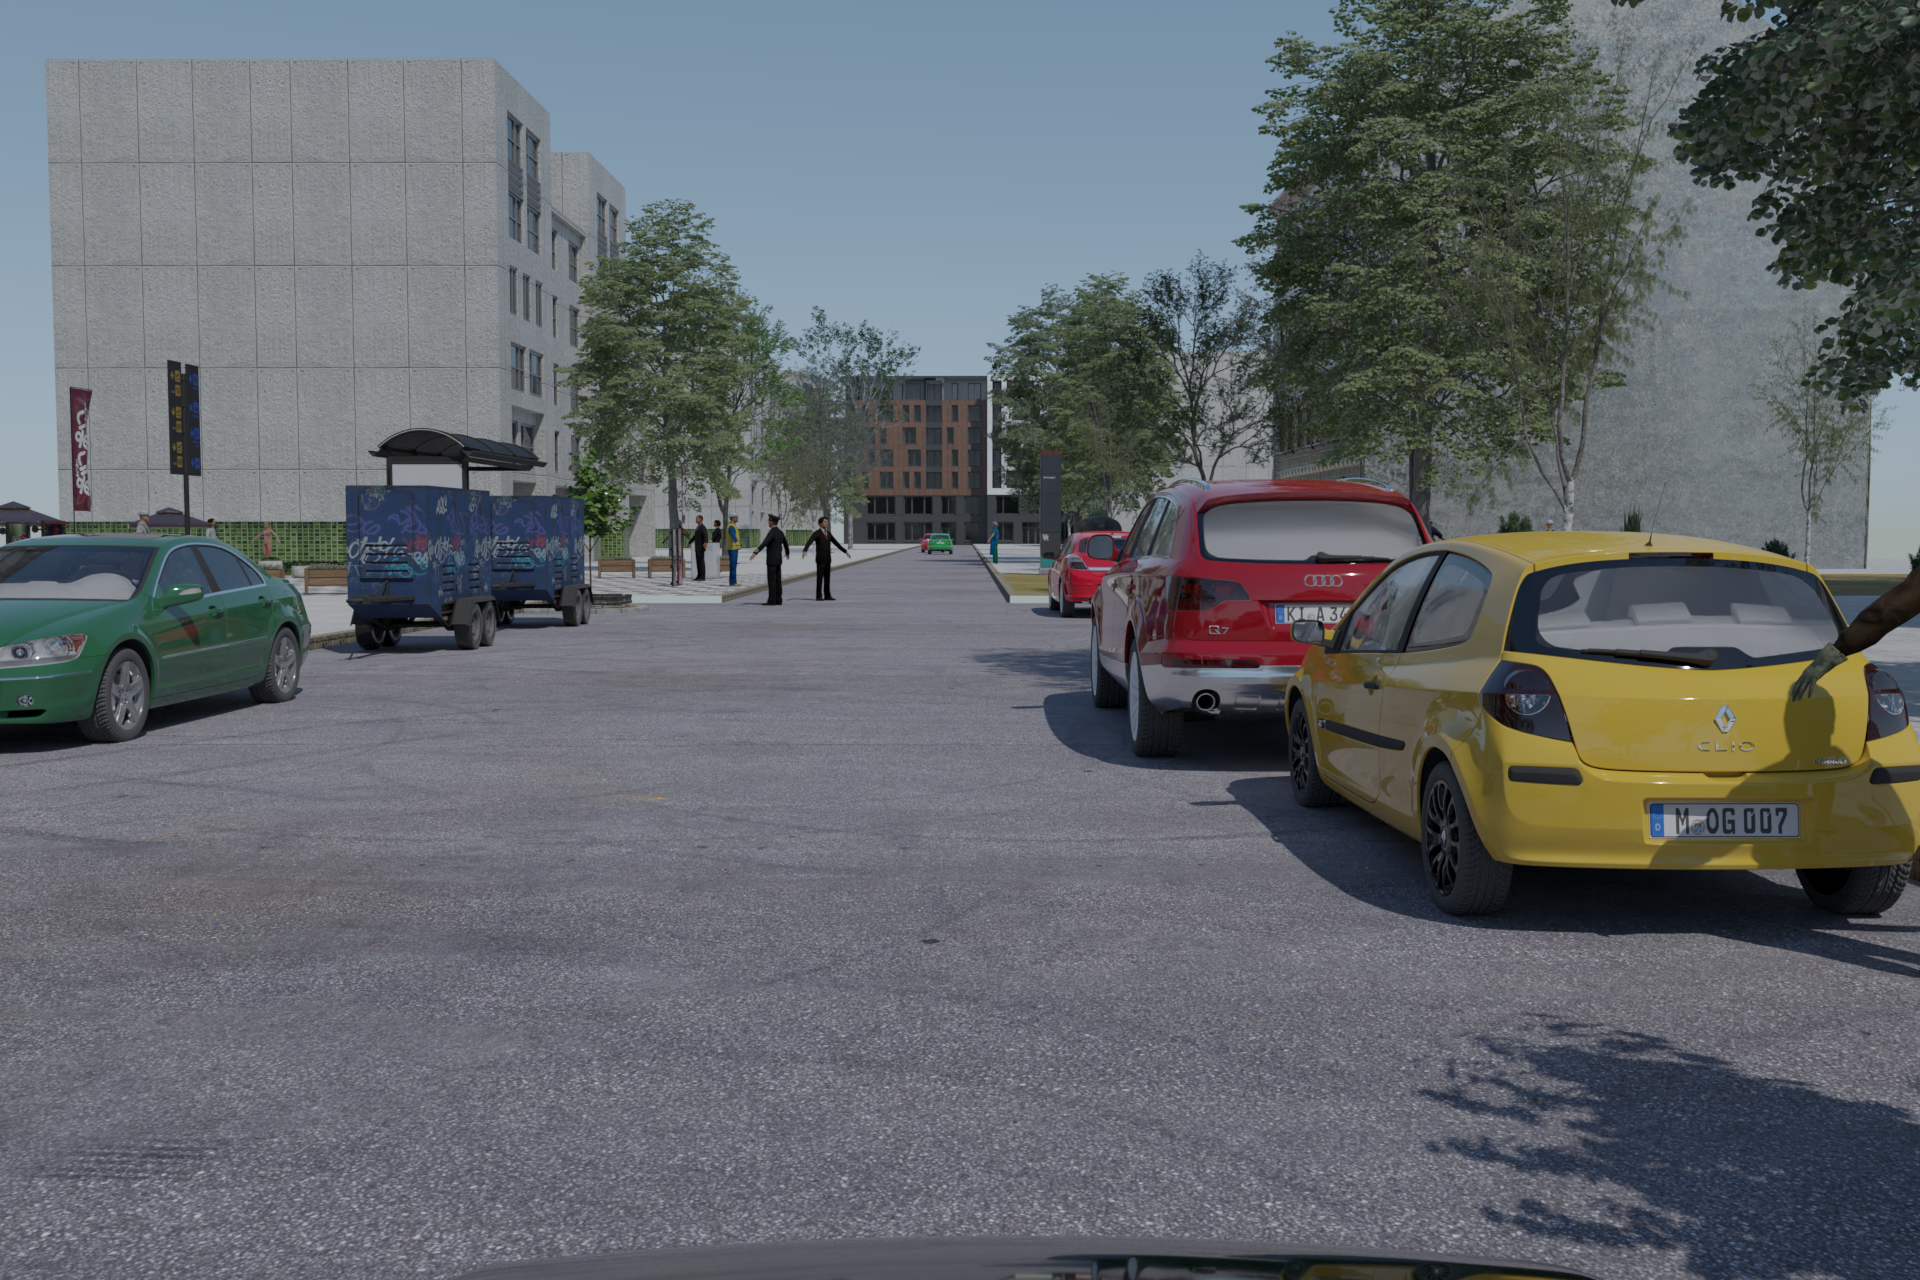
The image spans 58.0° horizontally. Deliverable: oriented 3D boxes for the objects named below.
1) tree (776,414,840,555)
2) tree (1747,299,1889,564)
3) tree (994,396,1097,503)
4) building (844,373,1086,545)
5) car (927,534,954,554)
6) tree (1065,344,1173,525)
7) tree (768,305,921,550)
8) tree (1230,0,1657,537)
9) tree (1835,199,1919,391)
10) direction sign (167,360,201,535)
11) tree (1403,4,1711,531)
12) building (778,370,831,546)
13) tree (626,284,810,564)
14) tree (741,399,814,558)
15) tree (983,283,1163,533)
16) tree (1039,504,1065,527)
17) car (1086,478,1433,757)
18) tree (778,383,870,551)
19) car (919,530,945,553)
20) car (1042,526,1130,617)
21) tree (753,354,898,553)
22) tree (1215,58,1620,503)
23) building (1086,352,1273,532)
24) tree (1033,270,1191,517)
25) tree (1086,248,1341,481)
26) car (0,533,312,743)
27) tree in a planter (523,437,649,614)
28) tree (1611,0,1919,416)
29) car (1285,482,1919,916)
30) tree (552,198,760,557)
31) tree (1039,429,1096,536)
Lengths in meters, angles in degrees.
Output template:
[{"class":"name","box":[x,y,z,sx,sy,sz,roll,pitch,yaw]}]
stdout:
[{"class":"tree","box":[-8.905,-9.527,106.127,4.360,8.622,3.978,0,3,0]},{"class":"tree","box":[26.886,-6.416,55.267,4.360,8.622,3.978,0,3,0]},{"class":"tree","box":[5.554,-10.569,107.219,7.601,10.594,8.767,0,4,-5]},{"class":"building","box":[1.473,-23.604,232.357,32.646,21.610,27.936,0,4,1]},{"class":"car","box":[-1.402,-6.983,122.966,1.959,1.807,4.718,0,4,-1]},{"class":"tree","box":[5.715,-7.157,67.378,4.360,8.622,3.978,0,3,0]},{"class":"tree","box":[-9.597,-17.585,143.396,12.611,20.169,13.585,0,3,0]},{"class":"tree","box":[8.669,-6.950,31.758,7.486,12.596,7.792,0,3,0]},{"class":"tree","box":[28.071,-8.183,44.169,12.009,13.543,11.850,0,3,0]},{"class":"direction sign","box":[-10.274,-1.897,23.010,0.379,3.537,0.876,0,4,0]},{"class":"tree","box":[8.448,-4.489,23.757,4.360,8.622,3.978,0,3,0]},{"class":"building","box":[-24.936,-20.575,202.856,16.747,18.905,31.486,0,4,1]},{"class":"tree","box":[-10.050,-9.004,72.969,9.928,11.665,9.643,0,3,0]},{"class":"tree","box":[-9.457,-8.713,92.814,4.360,8.622,3.978,0,3,0]},{"class":"tree","box":[5.807,-10.981,86.202,9.857,13.997,8.962,0,3,0]},{"class":"tree","box":[5.637,-10.398,120.370,4.360,8.622,3.978,0,3,0]},{"class":"car","box":[2.112,-0.245,12.673,2.281,1.827,5.304,0,4,0]},{"class":"tree","box":[-10.159,-12.874,128.622,7.486,12.596,7.792,0,3,0]},{"class":"car","box":[-2.089,-7.668,134.415,2.155,1.783,4.494,0,4,0]},{"class":"car","box":[2.590,-1.360,31.272,2.155,1.783,4.494,0,4,-1]},{"class":"tree","box":[-9.222,-12.649,117.176,12.009,13.543,11.850,0,3,0]},{"class":"tree","box":[11.934,-8.248,45.223,12.009,13.543,11.850,0,3,0]},{"class":"building","box":[22.433,-18.959,176.432,16.747,18.905,31.486,0,4,0]},{"class":"tree","box":[6.692,-9.606,75.193,7.486,12.596,7.792,0,3,0]},{"class":"tree","box":[8.135,-7.429,55.875,8.767,10.594,7.601,1,4,11]},{"class":"car","box":[-6.643,-0.098,13.400,2.131,1.459,4.920,0,3,0]},{"class":"tree in a planter","box":[-6.854,-2.129,32.039,1.991,3.239,1.994,0,4,1]},{"class":"tree","box":[8.329,-6.441,11.968,9.857,13.997,8.962,0,3,0]},{"class":"car","box":[2.633,0.140,7.941,2.015,1.641,3.980,0,4,-1]},{"class":"tree","box":[-10.173,-8.625,59.149,7.486,12.596,7.792,0,3,0]},{"class":"tree","box":[6.263,-9.039,98.143,4.737,8.622,4.395,0,3,0]}]
